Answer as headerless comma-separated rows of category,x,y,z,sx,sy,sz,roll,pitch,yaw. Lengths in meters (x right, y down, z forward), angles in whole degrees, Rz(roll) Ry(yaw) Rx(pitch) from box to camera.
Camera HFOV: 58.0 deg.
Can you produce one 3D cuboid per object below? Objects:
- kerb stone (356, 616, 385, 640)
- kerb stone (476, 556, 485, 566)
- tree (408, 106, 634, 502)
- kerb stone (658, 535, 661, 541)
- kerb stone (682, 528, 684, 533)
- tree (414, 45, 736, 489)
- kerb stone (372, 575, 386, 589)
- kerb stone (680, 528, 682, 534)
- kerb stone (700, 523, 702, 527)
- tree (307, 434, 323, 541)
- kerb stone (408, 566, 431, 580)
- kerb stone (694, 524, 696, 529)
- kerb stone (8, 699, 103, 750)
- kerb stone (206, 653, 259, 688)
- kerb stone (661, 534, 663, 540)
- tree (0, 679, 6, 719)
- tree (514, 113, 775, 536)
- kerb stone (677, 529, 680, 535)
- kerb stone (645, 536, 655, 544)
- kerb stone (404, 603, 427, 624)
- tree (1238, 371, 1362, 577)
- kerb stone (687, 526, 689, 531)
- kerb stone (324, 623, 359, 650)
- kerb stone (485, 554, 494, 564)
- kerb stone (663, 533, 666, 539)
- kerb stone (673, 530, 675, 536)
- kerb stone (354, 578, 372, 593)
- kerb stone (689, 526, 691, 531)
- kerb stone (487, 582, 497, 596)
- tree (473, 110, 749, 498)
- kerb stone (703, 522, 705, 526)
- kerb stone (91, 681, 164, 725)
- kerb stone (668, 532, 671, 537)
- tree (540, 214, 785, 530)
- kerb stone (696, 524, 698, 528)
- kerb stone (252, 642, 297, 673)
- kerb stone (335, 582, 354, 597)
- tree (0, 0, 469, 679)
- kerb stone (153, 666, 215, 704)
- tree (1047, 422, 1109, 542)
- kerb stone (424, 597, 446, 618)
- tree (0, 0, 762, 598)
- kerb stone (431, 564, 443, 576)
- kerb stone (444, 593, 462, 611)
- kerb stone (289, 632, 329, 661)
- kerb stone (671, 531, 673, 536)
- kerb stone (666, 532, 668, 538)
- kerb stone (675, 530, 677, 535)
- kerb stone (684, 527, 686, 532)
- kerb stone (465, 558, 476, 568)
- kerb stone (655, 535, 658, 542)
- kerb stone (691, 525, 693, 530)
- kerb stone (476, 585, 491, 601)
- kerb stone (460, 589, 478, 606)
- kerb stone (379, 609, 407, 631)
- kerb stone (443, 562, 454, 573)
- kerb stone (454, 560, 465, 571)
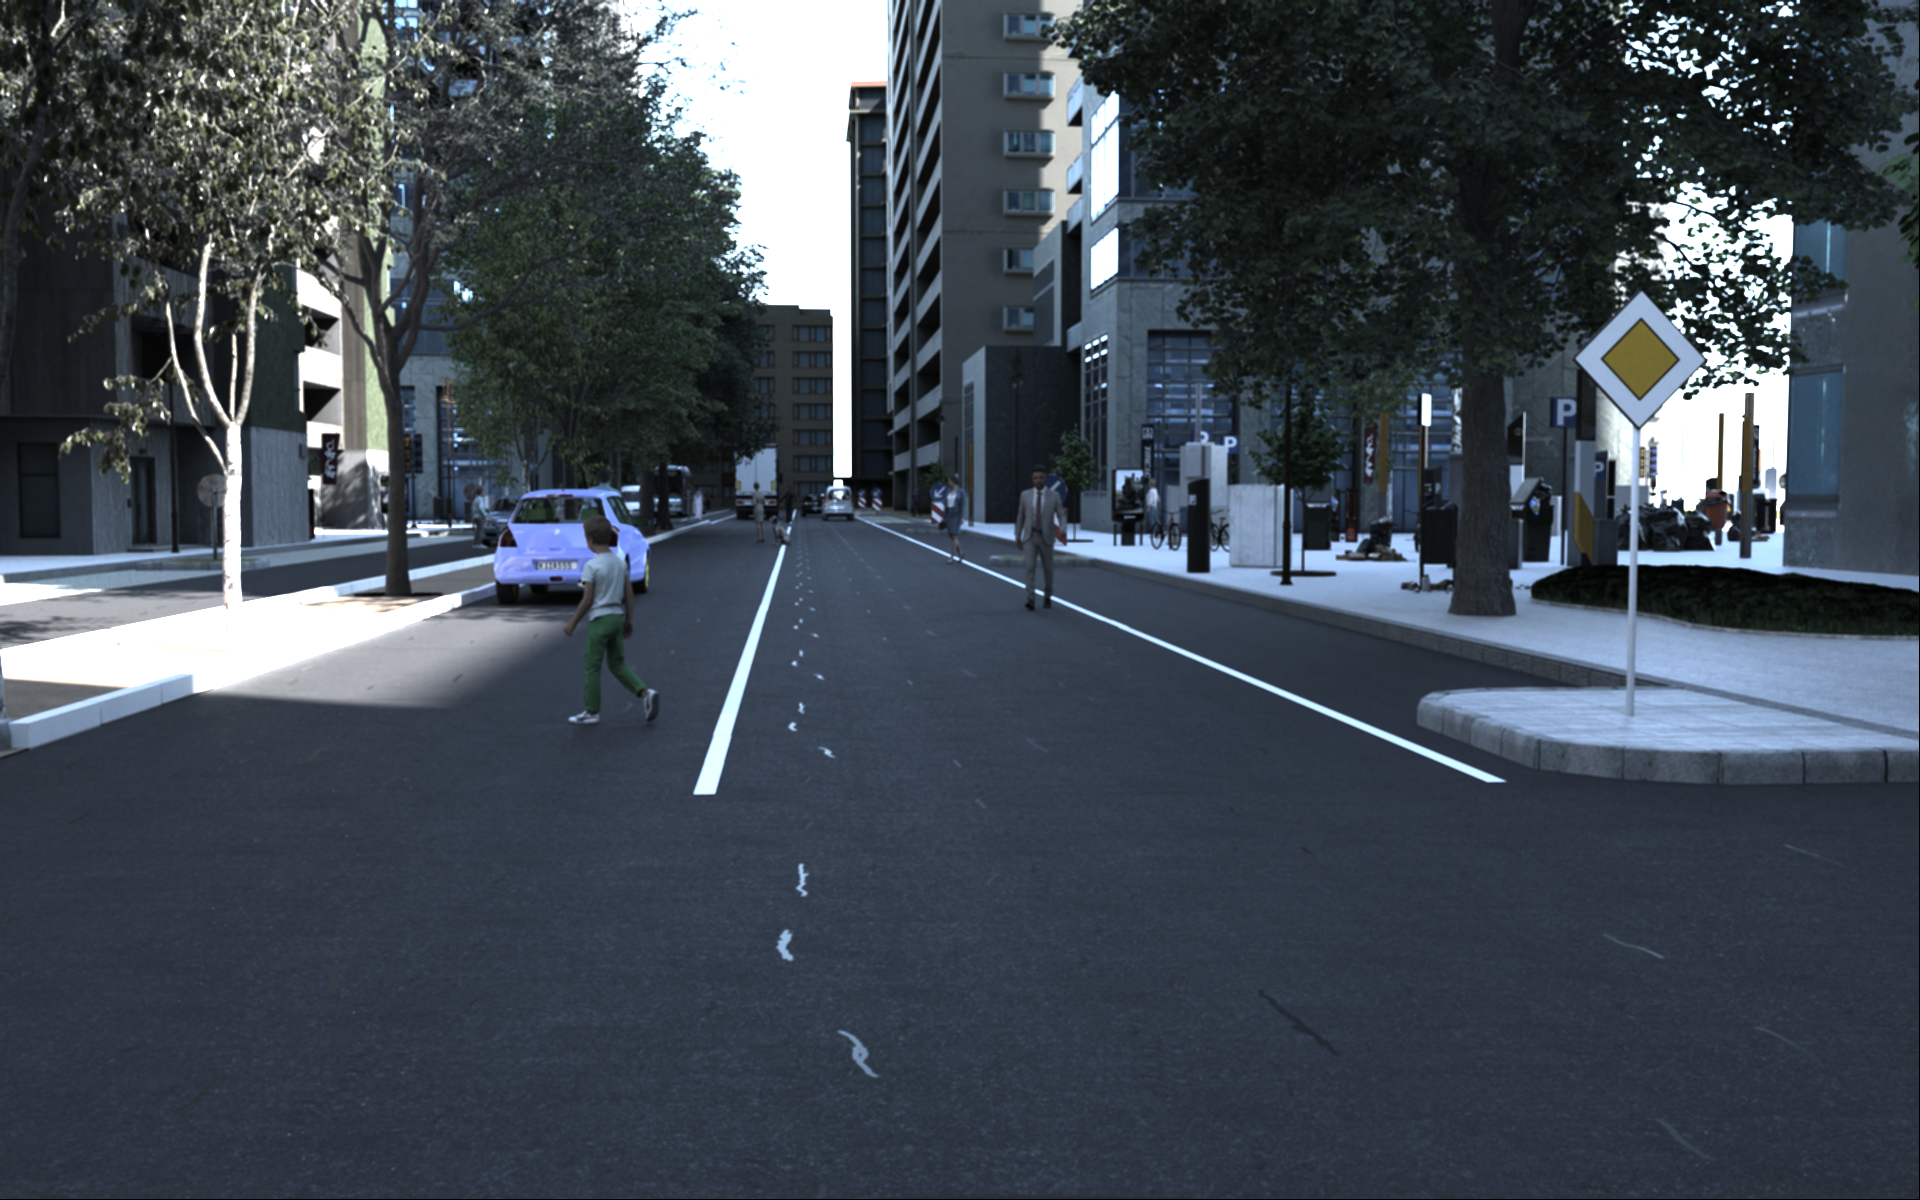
kerb stone,-5.979,0.294,17.386,0.120,0.150,1.000,0,4,-5
kerb stone,-9.667,-0.753,34.509,0.120,0.150,1.000,0,4,-5
tree,-8.102,-4.861,32.291,4.737,8.622,4.395,0,3,0
kerb stone,-9.183,-1.829,52.098,0.120,0.150,1.000,0,4,-5
kerb stone,-10.119,-2.451,62.301,0.120,0.150,1.000,0,4,-5
tree,-8.890,-6.811,39.577,9.928,11.665,9.643,0,3,0
kerb stone,-8.920,-0.254,26.349,0.120,0.150,1.000,0,4,-5
kerb stone,-10.024,-2.390,61.273,0.120,0.150,1.000,0,4,-5
kerb stone,-11.155,-3.138,73.509,0.120,0.150,1.000,0,4,-5
tree,-18.529,-3.237,47.533,1.663,3.219,1.824,0,3,0
kerb stone,-9.203,-0.441,29.410,0.120,0.150,1.000,0,4,-5
kerb stone,-10.785,-2.888,69.431,0.120,0.150,1.000,0,4,-5
kerb stone,-5.326,0.734,10.202,0.120,0.150,1.000,0,4,-5
kerb stone,-5.609,0.546,13.274,0.120,0.150,1.000,0,4,-5
kerb stone,-9.272,-1.890,53.118,0.120,0.150,1.000,0,4,-5
tree,-6.106,-3.547,10.821,4.360,8.622,3.978,0,3,0
tree,-10.755,-9.159,58.857,9.857,13.997,8.962,0,3,0
kerb stone,-9.937,-2.327,60.247,0.120,0.150,1.000,0,4,-5
kerb stone,-8.997,-1.701,50.062,0.120,0.150,1.000,0,4,-5
kerb stone,-6.177,0.169,19.440,0.120,0.150,1.000,0,4,-5
tree,5.439,-2.011,27.486,1.663,3.219,1.824,0,3,0
kerb stone,-10.407,-2.640,65.354,0.120,0.150,1.000,0,4,-5
kerb stone,-5.891,0.358,16.347,0.120,0.150,1.000,0,4,-5
kerb stone,-9.756,-0.810,35.530,0.120,0.150,1.000,0,4,-5
kerb stone,-9.369,-1.953,54.140,0.120,0.150,1.000,0,4,-5
kerb stone,-9.755,-2.202,58.211,0.120,0.150,1.000,0,4,-5
kerb stone,-8.826,-0.192,25.332,0.120,0.150,1.000,0,4,-5
kerb stone,-10.503,-2.702,66.377,0.120,0.150,1.000,0,4,-5
kerb stone,-6.644,-0.144,24.555,0.120,0.150,1.000,0,4,-5
tree,-9.900,-7.863,49.141,7.486,12.596,7.792,0,3,0
kerb stone,-11.338,-3.263,75.551,0.120,0.150,1.000,0,4,-5
kerb stone,-5.425,0.671,11.229,0.120,0.150,1.000,0,4,-5
kerb stone,-9.557,-2.074,56.176,0.120,0.150,1.000,0,4,-5
tree,-11.819,-9.125,68.655,9.611,12.733,9.660,0,3,0
kerb stone,-10.867,-2.951,70.451,0.120,0.150,1.000,0,4,-5
kerb stone,-5.705,0.485,14.292,0.120,0.150,1.000,0,4,-5
kerb stone,-8.732,-0.126,24.313,0.120,0.150,1.000,0,4,-5
tree,-6.579,-3.839,15.584,4.360,8.622,3.978,0,3,0
kerb stone,-5.524,0.608,12.255,0.120,0.150,1.000,0,4,-5
tree,3.207,-3.177,46.538,1.663,3.219,1.824,0,3,0
kerb stone,-6.275,0.105,20.474,0.120,0.150,1.000,0,4,-5
tree,-7.812,-6.780,23.676,12.009,13.543,11.850,0,3,0
kerb stone,-9.300,-0.502,30.431,0.120,0.150,1.000,0,4,-5
kerb stone,-6.370,0.043,21.492,0.120,0.150,1.000,0,4,-5
kerb stone,-5.800,0.421,15.312,0.120,0.150,1.000,0,4,-5
kerb stone,-9.653,-2.134,57.194,0.120,0.150,1.000,0,4,-5
kerb stone,-9.464,-2.014,55.158,0.120,0.150,1.000,0,4,-5
kerb stone,-9.844,-2.265,59.229,0.120,0.150,1.000,0,4,-5
kerb stone,-10.218,-2.515,63.318,0.120,0.150,1.000,0,4,-5
kerb stone,-9.573,-0.691,33.489,0.120,0.150,1.000,0,4,-5
kerb stone,-9.091,-1.767,51.080,0.120,0.150,1.000,0,4,-5
kerb stone,-10.594,-2.760,67.395,0.120,0.150,1.000,0,4,-5
kerb stone,-6.559,-0.068,23.535,0.120,0.150,1.000,0,4,-5
kerb stone,-6.455,-0.019,22.511,0.120,0.150,1.000,0,4,-5
kerb stone,-6.085,0.231,18.422,0.120,0.150,1.000,0,4,-5
kerb stone,-9.393,-0.566,31.449,0.120,0.150,1.000,0,4,-5
kerb stone,-9.486,-0.627,32.471,0.120,0.150,1.000,0,4,-5
